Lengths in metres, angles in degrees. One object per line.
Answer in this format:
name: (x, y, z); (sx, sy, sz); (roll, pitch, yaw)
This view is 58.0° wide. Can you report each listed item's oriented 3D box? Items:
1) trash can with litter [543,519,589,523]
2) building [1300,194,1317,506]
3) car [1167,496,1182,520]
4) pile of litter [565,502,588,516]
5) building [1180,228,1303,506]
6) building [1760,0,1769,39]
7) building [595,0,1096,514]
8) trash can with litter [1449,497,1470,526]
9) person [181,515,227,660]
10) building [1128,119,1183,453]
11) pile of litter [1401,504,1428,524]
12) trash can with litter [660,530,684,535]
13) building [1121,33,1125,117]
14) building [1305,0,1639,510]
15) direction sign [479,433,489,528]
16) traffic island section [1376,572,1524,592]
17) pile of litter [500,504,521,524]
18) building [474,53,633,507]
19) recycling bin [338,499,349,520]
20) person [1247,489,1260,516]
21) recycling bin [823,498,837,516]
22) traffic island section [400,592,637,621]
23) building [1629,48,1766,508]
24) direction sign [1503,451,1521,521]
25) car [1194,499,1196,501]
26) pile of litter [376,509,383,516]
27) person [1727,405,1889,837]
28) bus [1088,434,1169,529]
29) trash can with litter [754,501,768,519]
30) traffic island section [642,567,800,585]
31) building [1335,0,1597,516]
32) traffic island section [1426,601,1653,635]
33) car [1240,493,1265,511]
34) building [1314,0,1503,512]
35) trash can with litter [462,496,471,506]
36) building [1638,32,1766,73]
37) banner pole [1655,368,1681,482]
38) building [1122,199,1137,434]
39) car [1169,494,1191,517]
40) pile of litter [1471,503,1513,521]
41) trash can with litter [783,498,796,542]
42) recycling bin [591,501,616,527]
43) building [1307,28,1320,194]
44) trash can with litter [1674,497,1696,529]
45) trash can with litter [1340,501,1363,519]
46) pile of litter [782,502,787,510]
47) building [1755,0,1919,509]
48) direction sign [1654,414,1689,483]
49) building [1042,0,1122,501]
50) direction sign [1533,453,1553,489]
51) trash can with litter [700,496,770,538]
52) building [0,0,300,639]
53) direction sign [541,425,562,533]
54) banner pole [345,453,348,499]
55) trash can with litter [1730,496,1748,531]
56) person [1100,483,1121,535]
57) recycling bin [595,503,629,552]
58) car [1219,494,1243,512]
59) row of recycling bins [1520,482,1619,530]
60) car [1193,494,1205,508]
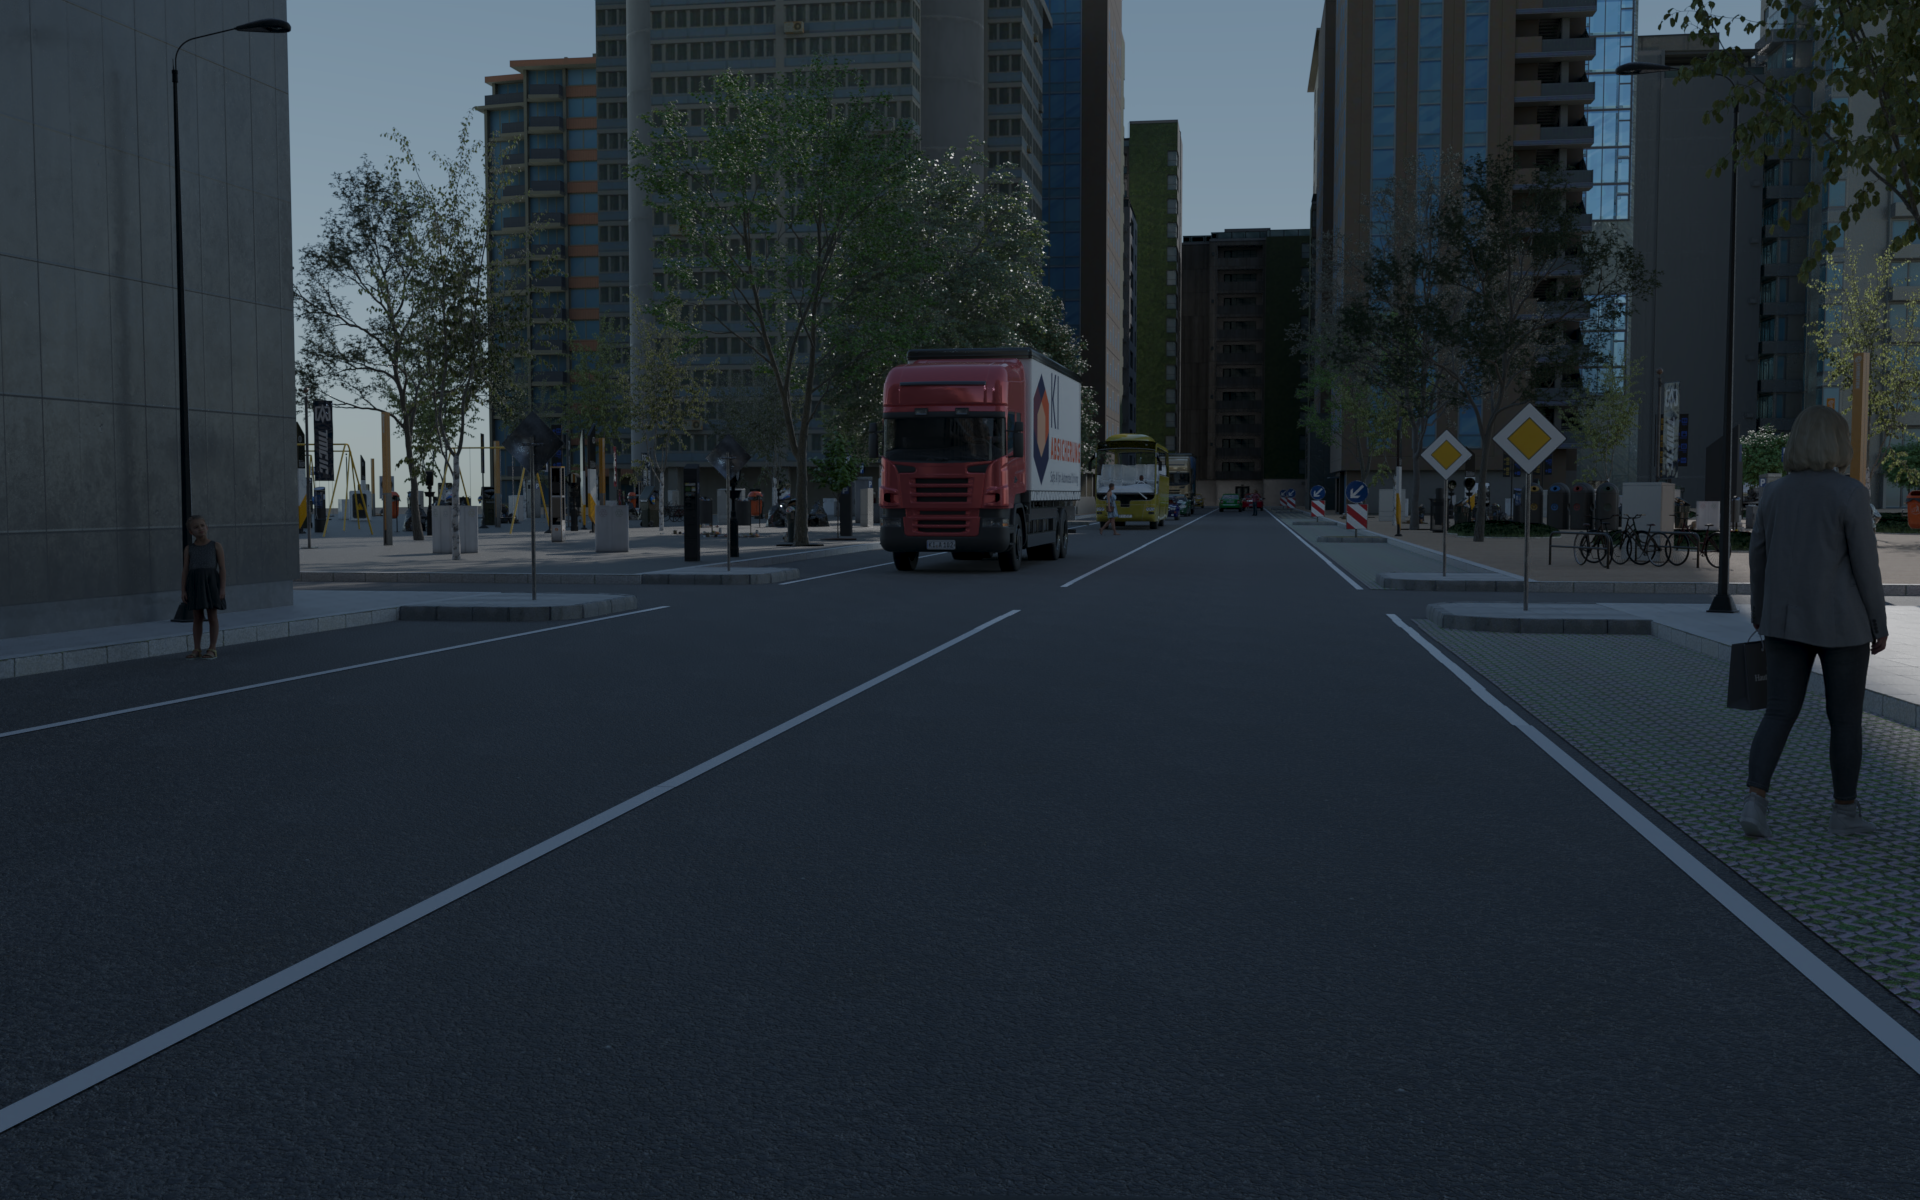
trash can with litter: (-17.823, -4.113, 78.298); (2.233, 1.210, 1.678); (1, 4, 15)
building: (40.779, -24.208, 167.500); (14.160, 30.474, 14.107); (1, 4, 9)
car: (11.255, -5.078, 95.604); (1.945, 1.354, 3.894); (1, 4, 8)
pile of litter: (-22.753, -5.393, 102.134); (1.719, 0.858, 1.176); (0, 4, -5)
building: (31.421, -25.652, 191.118); (14.107, 30.474, 14.160); (1, 4, 9)
building: (97.533, -45.511, 182.358); (20.611, 71.187, 20.563); (1, 4, 9)
building: (-7.349, -26.015, 117.233); (32.217, 40.220, 23.993); (1, 4, 9)
trash can with litter: (17.920, -3.144, 62.795); (1.055, 1.170, 0.624); (1, 4, 14)
person: (-6.572, -0.115, 15.055); (0.362, 1.253, 0.373); (0, 4, -4)
building: (17.562, -31.179, 193.376); (14.086, 41.232, 14.154); (1, 4, 9)
pile of litter: (19.591, -3.714, 74.684); (1.176, 0.858, 1.719); (1, 4, 19)
trash can with litter: (-8.424, -2.690, 55.035); (2.233, 1.210, 1.678); (1, 4, 17)
building: (6.528, -28.437, 148.538); (14.154, 41.232, 14.086); (1, 4, 9)
building: (38.101, -49.931, 129.048); (22.319, 86.520, 31.000); (1, 4, 9)
direction sign: (-17.853, -4.454, 64.827); (0.379, 3.537, 0.876); (-1, 4, -8)
traffic island section: (7.561, -0.287, 26.972); (2.009, 0.180, 2.903); (1, 4, 9)
pile of litter: (-19.997, -3.764, 75.512); (1.719, 0.858, 1.176); (-1, 4, -15)
building: (-31.905, -31.800, 174.559); (28.867, 44.769, 22.147); (1, 4, 9)
recycling bin: (-30.829, -4.562, 87.146); (0.722, 1.027, 0.722); (-3, 4, -36)
person: (19.480, -6.451, 114.701); (0.721, 1.743, 1.217); (-2, 4, -31)
recycling bin: (-7.699, -5.525, 102.882); (0.722, 1.027, 0.722); (1, 4, 11)
traffic island section: (-5.181, 0.079, 20.988); (2.009, 0.180, 2.903); (1, 4, 9)
building: (65.959, -29.314, 162.876); (14.086, 41.232, 14.154); (1, 4, 9)
direction sign: (25.250, -5.337, 79.254); (0.876, 3.537, 0.379); (3, 5, 44)
car: (17.605, -7.630, 137.113); (2.083, 1.381, 4.827); (1, 4, 9)
pile of litter: (-33.526, -5.308, 100.754); (1.176, 0.858, 1.719); (-3, 5, -44)
person: (3.504, 0.086, 7.272); (0.728, 1.800, 0.709); (-2, 4, -30)
bus: (7.460, -5.059, 74.260); (2.896, 3.916, 12.252); (1, 4, 9)
trash can with litter: (-10.092, -4.734, 88.785); (1.055, 1.170, 0.624); (1, 4, 12)
traffic island section: (-3.874, -0.403, 28.866); (2.009, 0.180, 2.903); (1, 4, 9)
building: (30.667, -27.991, 107.757); (14.600, 45.320, 14.200); (1, 4, 9)
traffic island section: (6.254, 0.195, 19.094); (2.009, 0.180, 2.903); (1, 4, 9)
car: (25.056, -8.515, 148.262); (2.155, 1.783, 4.494); (1, 4, 10)
building: (38.772, -30.761, 153.059); (14.600, 45.320, 14.200); (1, 4, 9)
trash can with litter: (-25.968, -4.805, 89.621); (2.233, 1.210, 1.678); (-2, 4, -34)
building: (76.718, -34.424, 186.534); (21.600, 48.544, 21.300); (1, 4, 9)
banner pole: (13.933, -2.705, 34.238); (0.401, 3.779, 0.863); (-1, 4, -15)
building: (10.429, -24.519, 172.593); (14.107, 30.474, 14.160); (1, 4, 9)
car: (13.750, -6.050, 110.722); (2.131, 1.459, 4.920); (1, 4, 11)
pile of litter: (25.347, -4.148, 81.792); (1.176, 0.858, 1.719); (-3, 5, -45)
trash can with litter: (-4.473, -2.118, 46.013); (0.624, 1.170, 1.055); (-2, 4, -24)
recycling bin: (-13.768, -3.328, 66.969); (0.722, 1.027, 0.722); (2, 4, 25)
building: (53.107, -36.993, 194.069); (27.495, 52.752, 28.713); (1, 4, 9)
trash can with litter: (26.835, -3.214, 63.928); (1.055, 1.170, 0.624); (0, 4, -4)
trash can with litter: (19.778, -4.661, 87.600); (1.055, 1.170, 0.624); (0, 4, -7)
pile of litter: (-9.580, -4.830, 92.941); (1.176, 0.858, 1.719); (3, 4, 38)
building: (87.880, -32.710, 154.411); (30.456, 49.044, 23.786); (1, 4, 9)
direction sign: (20.113, -3.488, 49.029); (0.876, 3.537, 0.379); (2, 4, 26)
building: (5.043, -29.617, 134.350); (14.600, 45.320, 14.200); (1, 4, 9)
direction sign: (23.837, -4.825, 70.882); (0.379, 3.537, 0.876); (-3, 4, -39)
trash can with litter: (-6.847, -2.476, 51.532); (2.233, 1.210, 1.678); (0, 4, 3)
building: (-23.258, -12.069, 16.400); (30.058, 24.678, 14.314); (1, 4, 9)
direction sign: (-13.430, -3.952, 56.616); (0.876, 3.537, 0.379); (0, 4, 1)
banner pole: (-37.640, -7.117, 106.381); (0.401, 3.779, 0.863); (-1, 4, -15)
trash can with litter: (25.964, -2.845, 57.575); (1.678, 1.210, 2.233); (2, 4, 35)
person: (5.208, -3.158, 60.232); (0.778, 1.811, 0.616); (2, 4, 23)
recycling bin: (-7.733, -1.585, 38.462); (0.722, 1.027, 0.722); (-1, 4, -12)
car: (21.801, -7.985, 139.350); (1.959, 1.807, 4.718); (1, 4, 11)
row of recycling bins: (21.896, -3.373, 62.259); (3.534, 1.692, 1.069); (3, 5, 39)
car: (23.943, -10.153, 176.225); (2.015, 1.641, 3.980); (1, 4, 10)
